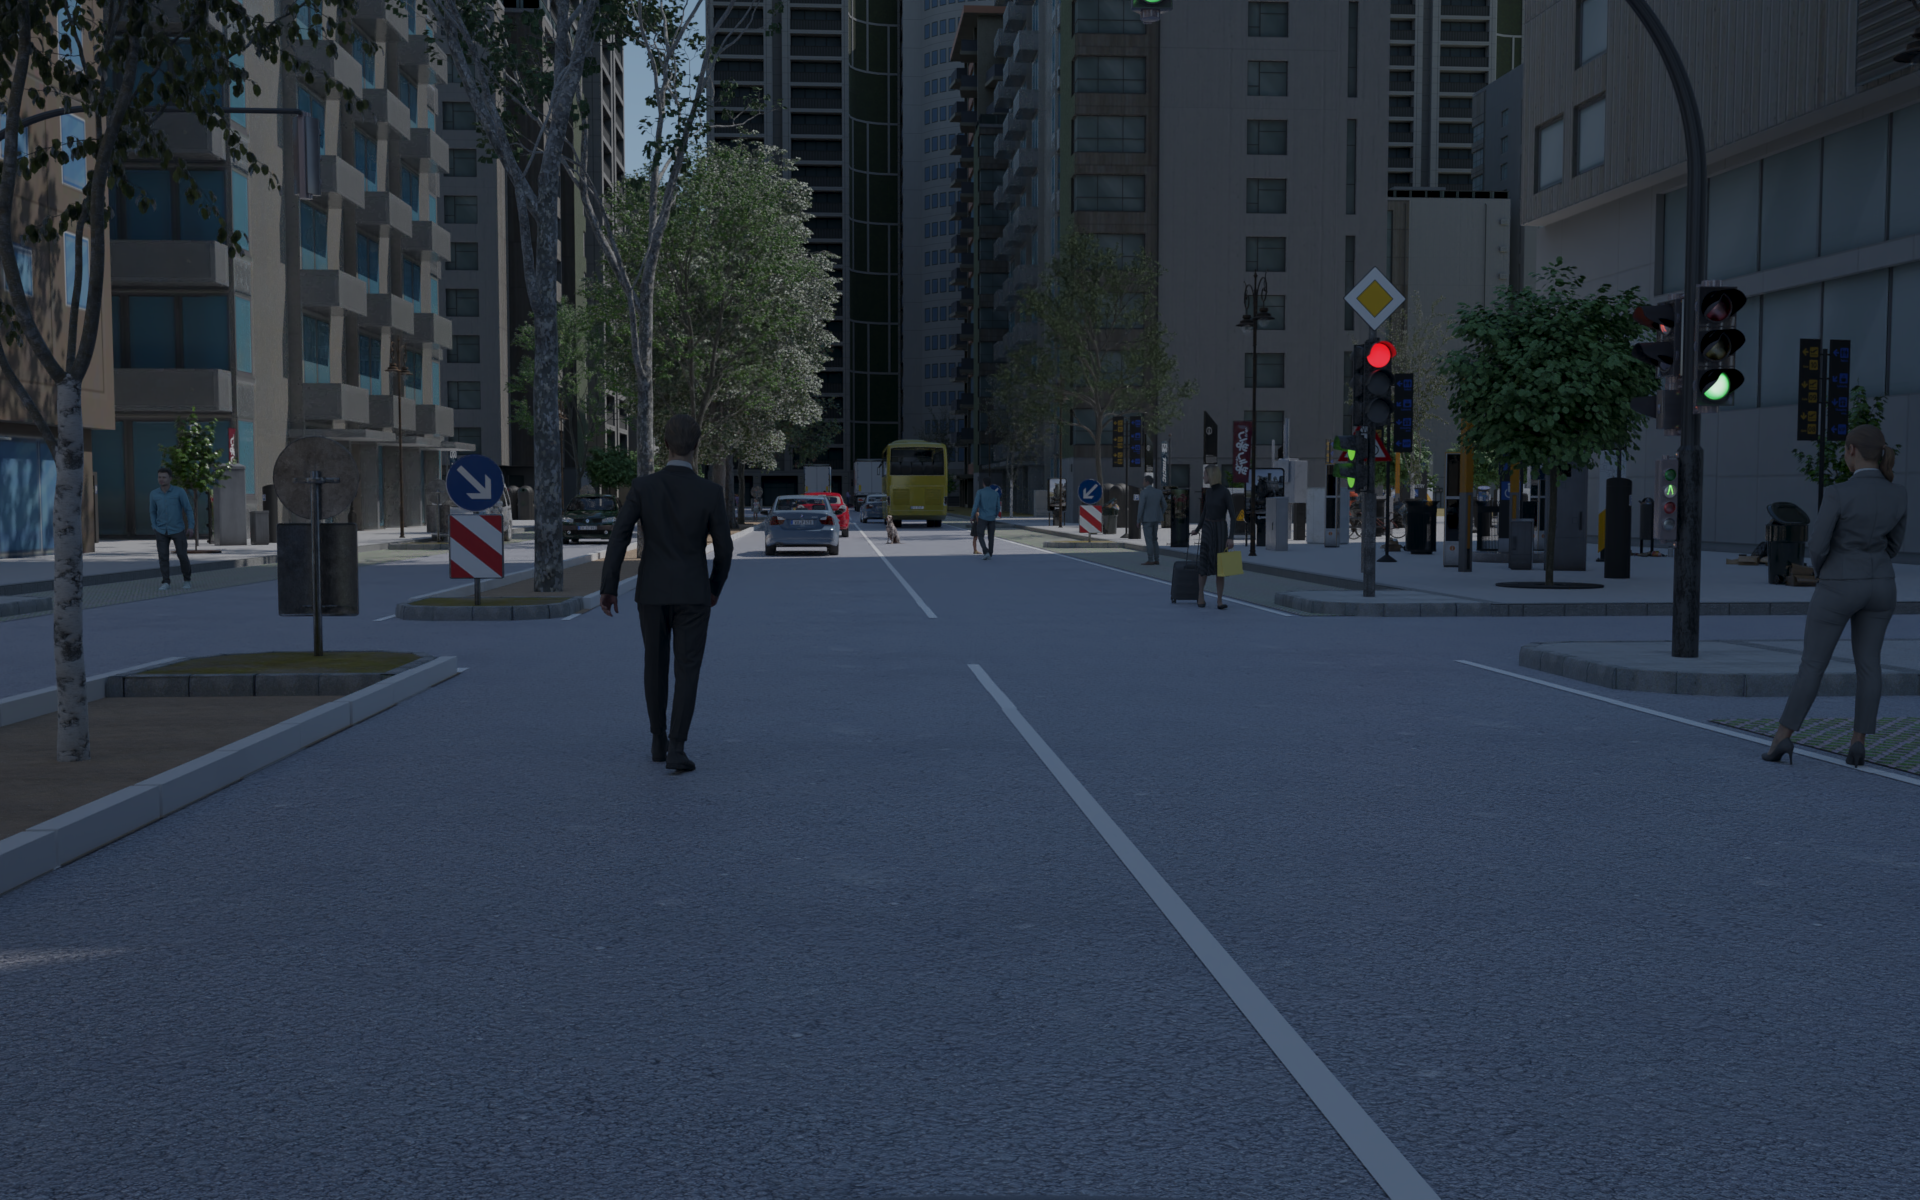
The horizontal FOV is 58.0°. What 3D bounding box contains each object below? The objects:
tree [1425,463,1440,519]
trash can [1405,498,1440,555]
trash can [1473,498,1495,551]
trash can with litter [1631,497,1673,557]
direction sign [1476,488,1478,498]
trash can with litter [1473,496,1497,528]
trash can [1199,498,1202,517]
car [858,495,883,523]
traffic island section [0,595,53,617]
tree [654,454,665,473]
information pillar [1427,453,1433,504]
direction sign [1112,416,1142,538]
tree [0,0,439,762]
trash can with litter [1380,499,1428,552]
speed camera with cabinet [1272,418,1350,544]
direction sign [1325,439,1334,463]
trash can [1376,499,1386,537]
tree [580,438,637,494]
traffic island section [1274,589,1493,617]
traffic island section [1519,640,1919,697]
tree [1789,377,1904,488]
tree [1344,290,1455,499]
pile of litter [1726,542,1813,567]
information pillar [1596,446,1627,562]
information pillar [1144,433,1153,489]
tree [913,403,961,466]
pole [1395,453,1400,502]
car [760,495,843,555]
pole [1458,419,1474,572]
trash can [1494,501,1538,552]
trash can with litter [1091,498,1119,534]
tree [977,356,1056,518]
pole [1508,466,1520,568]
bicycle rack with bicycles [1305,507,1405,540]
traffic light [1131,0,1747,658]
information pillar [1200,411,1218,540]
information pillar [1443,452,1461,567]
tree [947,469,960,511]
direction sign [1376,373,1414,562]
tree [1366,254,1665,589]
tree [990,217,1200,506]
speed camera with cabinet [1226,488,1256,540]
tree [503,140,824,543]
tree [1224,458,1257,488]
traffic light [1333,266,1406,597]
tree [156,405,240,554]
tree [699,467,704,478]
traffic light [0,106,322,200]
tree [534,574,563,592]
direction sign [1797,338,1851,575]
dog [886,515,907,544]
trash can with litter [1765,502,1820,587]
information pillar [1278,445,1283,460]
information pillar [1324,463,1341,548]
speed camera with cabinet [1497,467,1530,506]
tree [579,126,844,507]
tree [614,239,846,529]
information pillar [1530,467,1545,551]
[{"bbox_3d":[23.592,-5.715,88.039,1.663,3.219,1.824,0,3,0],"label":"tree"},{"bbox_3d":[9.832,-1.542,36.860,0.748,1.137,0.748,0,3,0],"label":"trash can"},{"bbox_3d":[11.439,-1.567,37.273,0.748,1.137,0.748,0,3,0],"label":"trash can"},{"bbox_3d":[14.242,-1.529,36.055,1.678,1.210,2.233,0,4,-2],"label":"trash can with litter"},{"bbox_3d":[24.556,-5.518,82.220,0.876,3.537,0.379,2,4,33],"label":"direction sign"},{"bbox_3d":[20.687,-3.338,65.629,2.233,1.210,1.678,3,5,42],"label":"trash can with litter"},{"bbox_3d":[9.238,-3.232,64.494,0.748,1.137,0.748,0,3,0],"label":"trash can"},{"bbox_3d":[-4.057,-4.548,86.356,2.014,1.417,4.499,0,4,-6],"label":"car"},{"bbox_3d":[-12.110,0.117,20.361,2.009,0.180,2.903,0,4,-4],"label":"traffic island section"},{"bbox_3d":[-21.564,-8.166,117.222,4.285,4.588,4.351,0,3,0],"label":"tree"},{"bbox_3d":[26.651,-6.538,98.248,0.504,3.616,0.183,-3,5,-39],"label":"information pillar"},{"bbox_3d":[4.852,-3.572,50.394,0.876,3.537,0.379,2,4,25],"label":"direction sign"},{"bbox_3d":[-4.782,-3.452,9.253,4.360,8.622,3.978,0,3,0],"label":"tree"},{"bbox_3d":[9.959,-1.666,38.627,1.055,1.170,0.624,0,4,-7],"label":"trash can with litter"},{"bbox_3d":[9.107,-3.087,44.803,0.660,3.252,2.038,-3,5,-40],"label":"speed camera with cabinet"},{"bbox_3d":[15.269,-4.871,71.637,0.379,3.537,0.876,2,4,31],"label":"direction sign"},{"bbox_3d":[12.453,-2.472,52.073,0.748,1.137,0.748,0,3,0],"label":"trash can"},{"bbox_3d":[-20.385,-7.161,100.788,4.285,4.588,4.351,0,3,0],"label":"tree"},{"bbox_3d":[5.134,0.039,21.646,2.009,0.180,2.903,0,4,-4],"label":"traffic island section"},{"bbox_3d":[5.731,0.526,13.683,2.009,0.180,2.903,0,4,-4],"label":"traffic island section"},{"bbox_3d":[14.596,-2.045,28.032,1.663,3.219,1.824,0,3,0],"label":"tree"},{"bbox_3d":[15.981,-6.816,61.810,4.360,8.622,3.978,0,3,0],"label":"tree"},{"bbox_3d":[14.553,-1.050,31.138,1.176,0.858,1.719,0,4,-4],"label":"pile of litter"},{"bbox_3d":[12.297,-2.526,32.653,0.504,3.616,0.183,1,4,19],"label":"information pillar"},{"bbox_3d":[7.299,-4.629,67.037,0.183,3.616,0.504,3,5,41],"label":"information pillar"},{"bbox_3d":[-1.779,-11.601,140.031,4.360,8.622,3.978,0,3,0],"label":"tree"},{"bbox_3d":[17.335,-4.575,68.638,0.158,3.312,0.155,0,3,0],"label":"pole"},{"bbox_3d":[-3.818,-1.820,41.761,2.014,1.417,4.499,0,4,-5],"label":"car"},{"bbox_3d":[8.326,-2.117,28.452,0.158,3.312,0.155,0,3,0],"label":"pole"},{"bbox_3d":[11.518,-1.471,35.700,0.748,1.137,0.748,0,3,0],"label":"trash can"},{"bbox_3d":[4.518,-2.671,55.052,1.055,1.170,0.624,0,4,1],"label":"trash can with litter"},{"bbox_3d":[2.968,-8.682,92.310,4.360,8.622,3.978,0,3,0],"label":"tree"},{"bbox_3d":[9.599,-2.208,29.942,0.158,3.312,0.155,0,3,0],"label":"pole"},{"bbox_3d":[11.064,-2.223,49.735,2.925,0.926,2.852,3,4,36],"label":"bicycle rack with bicycles"},{"bbox_3d":[3.611,-2.361,13.269,4.771,5.953,1.251,0,4,-4],"label":"traffic light"},{"bbox_3d":[7.036,-3.512,48.780,0.504,3.616,0.183,-3,4,-36],"label":"information pillar"},{"bbox_3d":[8.648,-1.583,30.373,0.304,2.012,0.304,1,4,16],"label":"information pillar"},{"bbox_3d":[-0.786,-8.371,131.468,1.663,3.219,1.824,0,3,0],"label":"tree"},{"bbox_3d":[8.065,-2.484,32.618,0.876,3.537,0.379,1,4,19],"label":"direction sign"},{"bbox_3d":[8.108,-2.455,23.858,4.285,4.588,4.351,0,3,0],"label":"tree"},{"bbox_3d":[4.521,-7.621,59.009,7.601,10.594,8.767,0,4,-4],"label":"tree"},{"bbox_3d":[8.525,-3.343,48.997,2.038,3.252,0.660,0,4,3],"label":"speed camera with cabinet"},{"bbox_3d":[-7.705,-7.464,50.243,9.928,11.665,9.643,0,3,0],"label":"tree"},{"bbox_3d":[12.054,-4.885,74.469,1.663,3.219,1.824,0,3,0],"label":"tree"},{"bbox_3d":[5.093,-1.994,21.529,0.839,4.253,0.868,0,4,-4],"label":"traffic light"},{"bbox_3d":[-16.497,-2.631,37.620,1.663,3.219,1.824,0,3,0],"label":"tree"},{"bbox_3d":[-25.557,-10.969,163.059,4.285,4.588,4.351,0,3,0],"label":"tree"},{"bbox_3d":[-9.990,-2.798,20.421,4.771,5.953,1.251,0,4,-4],"label":"traffic light"},{"bbox_3d":[-7.290,-10.222,25.480,12.611,20.169,13.585,0,3,0],"label":"tree"},{"bbox_3d":[12.644,-2.044,25.409,0.876,3.537,0.379,-1,4,-16],"label":"direction sign"},{"bbox_3d":[-1.825,-2.021,49.884,0.800,0.831,0.513,-1,4,-22],"label":"dog"},{"bbox_3d":[11.790,-0.794,24.369,0.624,1.170,1.055,0,4,0],"label":"trash can with litter"},{"bbox_3d":[13.956,-5.101,74.758,0.504,3.616,0.183,0,4,6],"label":"information pillar"},{"bbox_3d":[8.937,-2.266,41.537,0.304,2.012,0.304,2,4,29],"label":"information pillar"},{"bbox_3d":[17.751,-3.666,54.278,2.038,3.252,0.660,-2,4,-32],"label":"speed camera with cabinet"},{"bbox_3d":[-8.594,-9.288,60.977,9.857,13.997,8.962,0,3,0],"label":"tree"},{"bbox_3d":[-9.509,-9.271,71.045,9.611,12.733,9.660,0,3,0],"label":"tree"},{"bbox_3d":[13.047,-2.111,39.010,0.304,2.012,0.304,-2,4,-23],"label":"information pillar"}]
